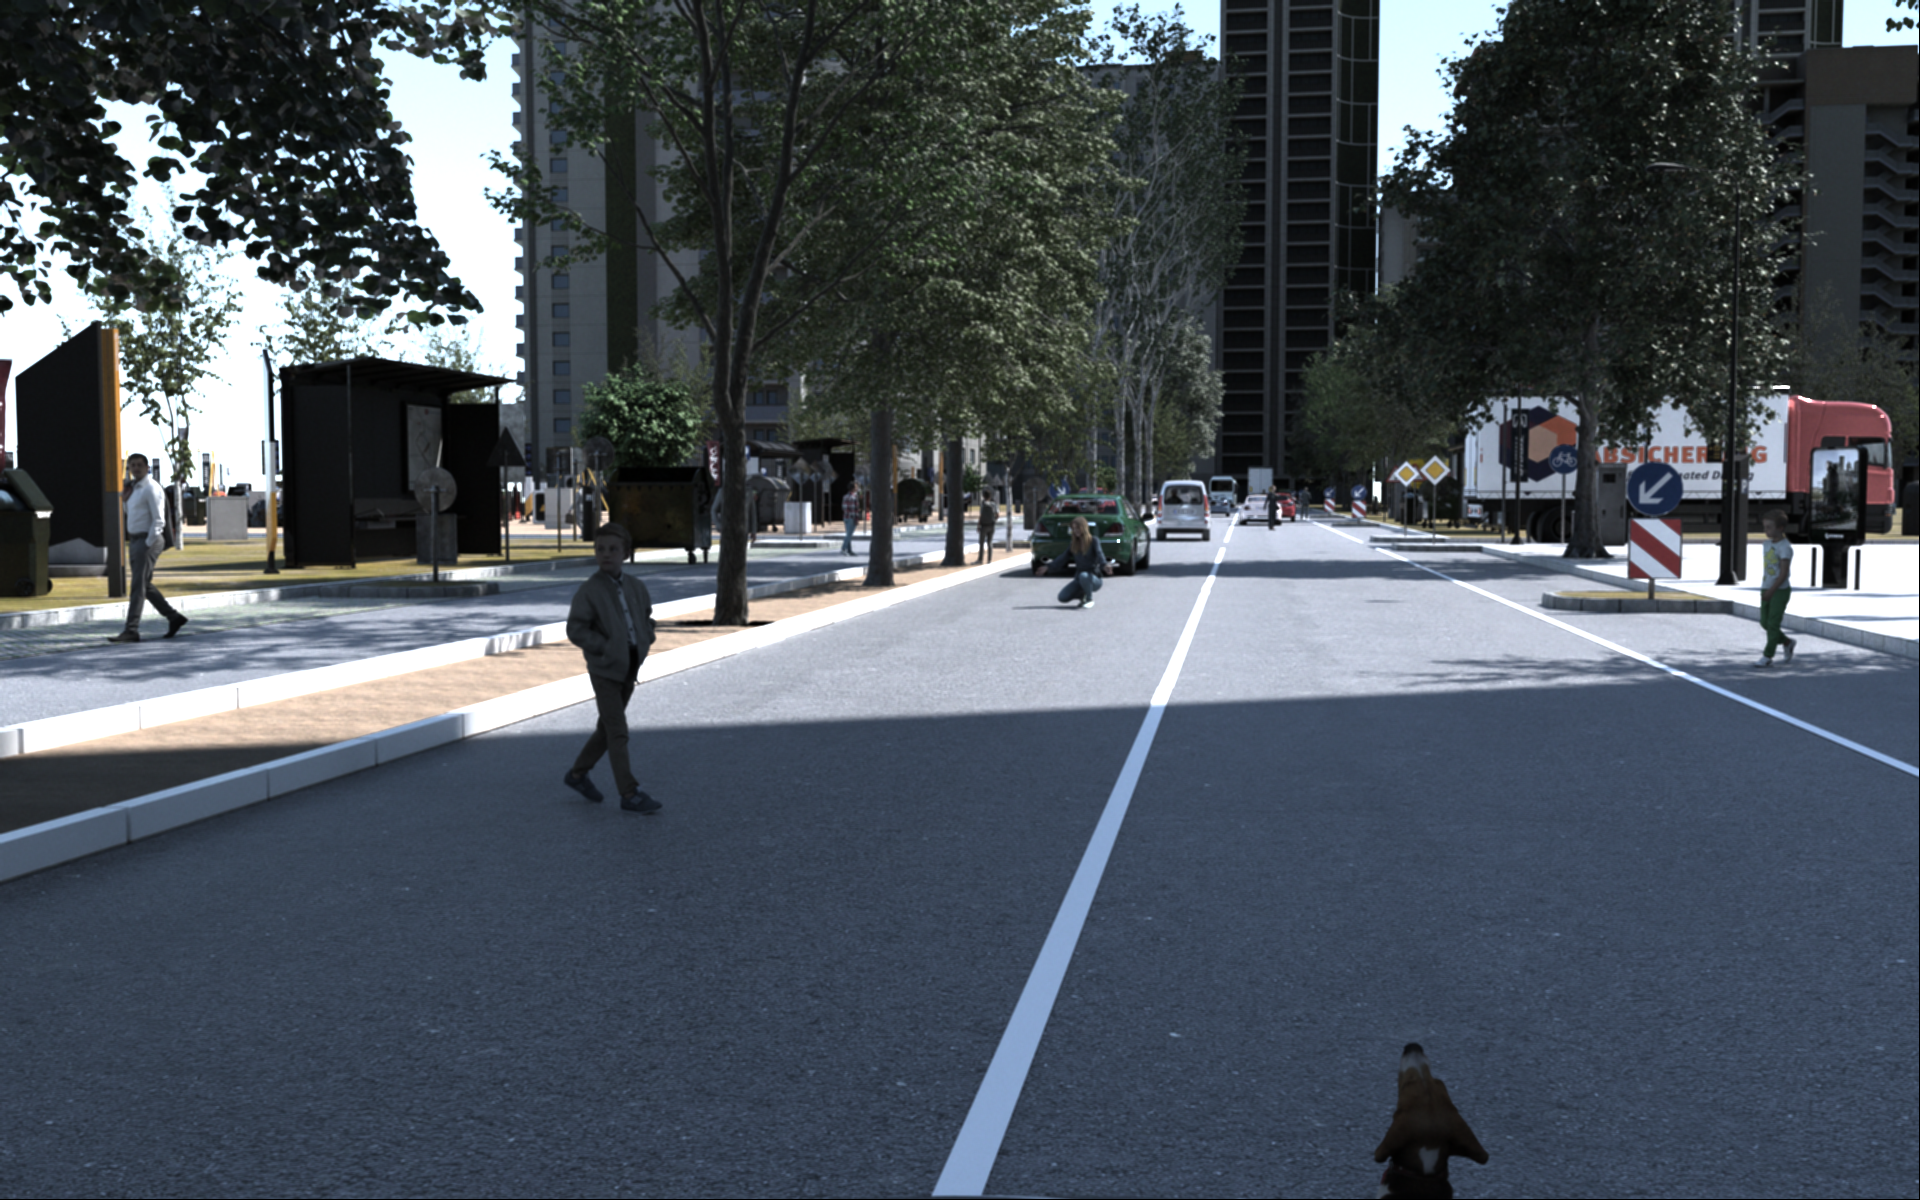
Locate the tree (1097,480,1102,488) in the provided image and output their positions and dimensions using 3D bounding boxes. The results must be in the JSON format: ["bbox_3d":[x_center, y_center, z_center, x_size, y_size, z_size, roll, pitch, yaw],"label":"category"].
[{"bbox_3d":[13.766,-10.968,173.931,1.663,3.219,1.824,0,3,0],"label":"tree"}]

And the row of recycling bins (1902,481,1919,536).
[{"bbox_3d":[31.086,-2.837,53.494,3.534,1.692,1.069,1,4,9],"label":"row of recycling bins"}]

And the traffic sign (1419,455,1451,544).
[{"bbox_3d":[12.112,-2.481,44.213,0.795,2.450,0.064,1,4,9],"label":"traffic sign"}]

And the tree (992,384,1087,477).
[{"bbox_3d":[5.517,-11.509,122.586,7.601,10.594,8.767,1,4,21],"label":"tree"}]

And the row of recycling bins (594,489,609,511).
[{"bbox_3d":[-28.336,-7.811,134.825,3.534,1.692,1.069,1,4,20],"label":"row of recycling bins"}]

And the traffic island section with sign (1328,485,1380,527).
[{"bbox_3d":[17.448,-4.147,76.437,1.989,1.847,2.006,1,4,9],"label":"traffic island section with sign"}]

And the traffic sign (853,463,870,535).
[{"bbox_3d":[-3.010,-3.129,54.809,0.795,2.450,0.064,1,4,9],"label":"traffic sign"}]

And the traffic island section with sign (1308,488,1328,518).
[{"bbox_3d":[21.837,-5.774,103.034,1.989,1.847,2.006,1,4,9],"label":"traffic island section with sign"}]

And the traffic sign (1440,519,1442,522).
[{"bbox_3d":[21.808,-4.791,78.447,0.768,2.556,0.104,1,4,19],"label":"traffic sign"}]

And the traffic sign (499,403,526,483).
[{"bbox_3d":[-10.846,-2.763,39.046,2.265,3.308,0.079,1,4,14],"label":"traffic sign"}]

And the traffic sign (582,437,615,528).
[{"bbox_3d":[-8.018,-2.339,38.346,0.768,2.556,0.104,1,4,11],"label":"traffic sign"}]

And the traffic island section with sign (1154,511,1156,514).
[{"bbox_3d":[15.354,-7.310,127.656,2.006,1.907,1.989,1,4,9],"label":"traffic island section with sign"}]

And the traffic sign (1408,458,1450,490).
[{"bbox_3d":[26.395,-6.346,97.628,2.265,3.308,0.079,1,4,13],"label":"traffic sign"}]

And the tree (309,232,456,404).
[{"bbox_3d":[-16.665,-5.822,45.558,4.737,8.622,4.395,0,3,0],"label":"tree"}]

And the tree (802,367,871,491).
[{"bbox_3d":[-5.491,-8.762,93.624,4.737,8.622,4.395,0,3,0],"label":"tree"}]

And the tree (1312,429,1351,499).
[{"bbox_3d":[34.247,-12.723,158.387,4.737,8.622,4.395,0,3,0],"label":"tree"}]

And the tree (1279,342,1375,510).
[{"bbox_3d":[30.825,-13.986,139.038,12.009,13.543,11.850,0,3,0],"label":"tree"}]

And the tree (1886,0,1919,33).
[{"bbox_3d":[10.366,-3.970,15.266,4.737,8.622,4.395,0,3,0],"label":"tree"}]

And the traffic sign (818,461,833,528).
[{"bbox_3d":[-5.222,-4.027,65.950,0.768,2.556,0.104,1,4,16],"label":"traffic sign"}]

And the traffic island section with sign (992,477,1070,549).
[{"bbox_3d":[1.930,-2.328,46.205,2.006,1.907,1.989,1,4,9],"label":"traffic island section with sign"}]

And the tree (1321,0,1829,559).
[{"bbox_3d":[12.541,-7.188,34.528,9.611,12.733,9.660,0,3,0],"label":"tree"}]

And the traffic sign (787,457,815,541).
[{"bbox_3d":[-4.308,-2.648,46.930,0.795,2.450,0.064,1,4,9],"label":"traffic sign"}]

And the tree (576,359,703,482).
[{"bbox_3d":[-7.845,-3.577,42.206,4.285,4.588,4.351,0,3,0],"label":"tree"}]

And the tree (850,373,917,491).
[{"bbox_3d":[-3.598,-8.338,86.685,4.360,8.622,3.978,0,3,0],"label":"tree"}]

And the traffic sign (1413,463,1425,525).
[{"bbox_3d":[18.954,-4.414,72.165,0.884,2.594,0.081,1,4,17],"label":"traffic sign"}]

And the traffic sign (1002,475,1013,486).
[{"bbox_3d":[3.087,-6.876,112.527,0.768,2.556,0.104,1,4,10],"label":"traffic sign"}]

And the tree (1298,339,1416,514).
[{"bbox_3d":[26.013,-11.404,112.211,9.928,11.665,9.643,0,3,0],"label":"tree"}]

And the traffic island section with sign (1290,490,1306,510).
[{"bbox_3d":[30.074,-8.833,153.046,1.989,1.847,2.006,1,4,9],"label":"traffic island section with sign"}]

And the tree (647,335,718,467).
[{"bbox_3d":[-12.286,-7.898,79.501,4.737,8.622,4.395,0,3,0],"label":"tree"}]

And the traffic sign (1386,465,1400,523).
[{"bbox_3d":[19.482,-4.738,77.470,0.884,2.594,0.081,1,4,16],"label":"traffic sign"}]

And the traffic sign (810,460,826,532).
[{"bbox_3d":[-4.933,-3.537,59.012,0.795,2.450,0.064,1,4,15],"label":"traffic sign"}]

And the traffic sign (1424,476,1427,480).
[{"bbox_3d":[26.441,-5.941,97.247,0.768,2.556,0.104,1,4,11],"label":"traffic sign"}]

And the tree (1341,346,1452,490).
[{"bbox_3d":[21.220,-8.127,83.240,4.360,8.622,3.978,0,3,0],"label":"tree"}]

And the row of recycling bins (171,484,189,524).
[{"bbox_3d":[-34.490,-4.014,72.737,3.534,1.692,1.069,-2,4,-28],"label":"row of recycling bins"}]

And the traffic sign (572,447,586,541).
[{"bbox_3d":[-10.528,-2.885,47.275,0.768,2.556,0.104,1,4,15],"label":"traffic sign"}]

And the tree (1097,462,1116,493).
[{"bbox_3d":[16.792,-12.864,194.039,4.285,4.588,4.351,0,3,0],"label":"tree"}]

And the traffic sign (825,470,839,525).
[{"bbox_3d":[-5.364,-4.291,71.336,0.795,2.450,0.064,1,4,12],"label":"traffic sign"}]

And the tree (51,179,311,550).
[{"bbox_3d":[-18.144,-5.451,39.488,4.737,8.622,4.395,0,3,0],"label":"tree"}]

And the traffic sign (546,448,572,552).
[{"bbox_3d":[-8.839,-2.205,38.174,0.606,2.300,0.079,1,4,13],"label":"traffic sign"}]

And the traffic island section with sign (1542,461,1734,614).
[{"bbox_3d":[8.449,-0.806,21.804,1.989,1.847,2.006,1,4,9],"label":"traffic island section with sign"}]

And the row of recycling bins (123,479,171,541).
[{"bbox_3d":[-22.880,-2.428,46.813,1.069,1.692,3.534,0,4,5],"label":"row of recycling bins"}]

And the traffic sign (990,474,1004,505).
[{"bbox_3d":[2.315,-6.663,108.936,0.884,2.594,0.081,1,4,19],"label":"traffic sign"}]

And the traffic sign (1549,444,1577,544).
[{"bbox_3d":[15.484,-2.711,44.427,0.768,2.556,0.104,1,4,11],"label":"traffic sign"}]

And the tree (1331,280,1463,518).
[{"bbox_3d":[23.600,-10.658,92.385,7.486,12.596,7.792,0,3,0],"label":"tree"}]

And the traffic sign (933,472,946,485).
[{"bbox_3d":[-1.139,-5.939,97.201,0.768,2.556,0.104,1,4,19],"label":"traffic sign"}]

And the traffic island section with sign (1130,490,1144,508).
[{"bbox_3d":[18.290,-10.615,182.185,1.989,1.847,2.006,1,4,9],"label":"traffic island section with sign"}]

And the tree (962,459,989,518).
[{"bbox_3d":[0.532,-6.086,94.112,1.663,3.219,1.824,0,3,0],"label":"tree"}]

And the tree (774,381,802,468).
[{"bbox_3d":[-8.288,-9.257,101.710,4.737,8.622,4.395,0,3,0],"label":"tree"}]

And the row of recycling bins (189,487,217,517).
[{"bbox_3d":[-42.921,-5.424,95.798,3.534,1.692,1.069,-1,4,-13],"label":"row of recycling bins"}]

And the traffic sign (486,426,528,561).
[{"bbox_3d":[-8.719,-2.036,33.301,0.884,2.594,0.081,1,4,16],"label":"traffic sign"}]

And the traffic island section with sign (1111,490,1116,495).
[{"bbox_3d":[13.899,-8.988,155.589,1.989,1.847,2.006,1,4,9],"label":"traffic island section with sign"}]

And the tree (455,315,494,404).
[{"bbox_3d":[-19.802,-7.115,66.700,4.737,8.622,4.395,0,3,0],"label":"tree"}]

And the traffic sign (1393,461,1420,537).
[{"bbox_3d":[13.411,-2.963,52.092,0.795,2.450,0.064,1,4,9],"label":"traffic sign"}]

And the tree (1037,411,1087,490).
[{"bbox_3d":[7.374,-10.980,129.886,4.360,8.622,3.978,0,3,0],"label":"tree"}]

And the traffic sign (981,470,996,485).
[{"bbox_3d":[1.548,-5.817,95.108,0.884,2.594,0.081,1,4,10],"label":"traffic sign"}]
